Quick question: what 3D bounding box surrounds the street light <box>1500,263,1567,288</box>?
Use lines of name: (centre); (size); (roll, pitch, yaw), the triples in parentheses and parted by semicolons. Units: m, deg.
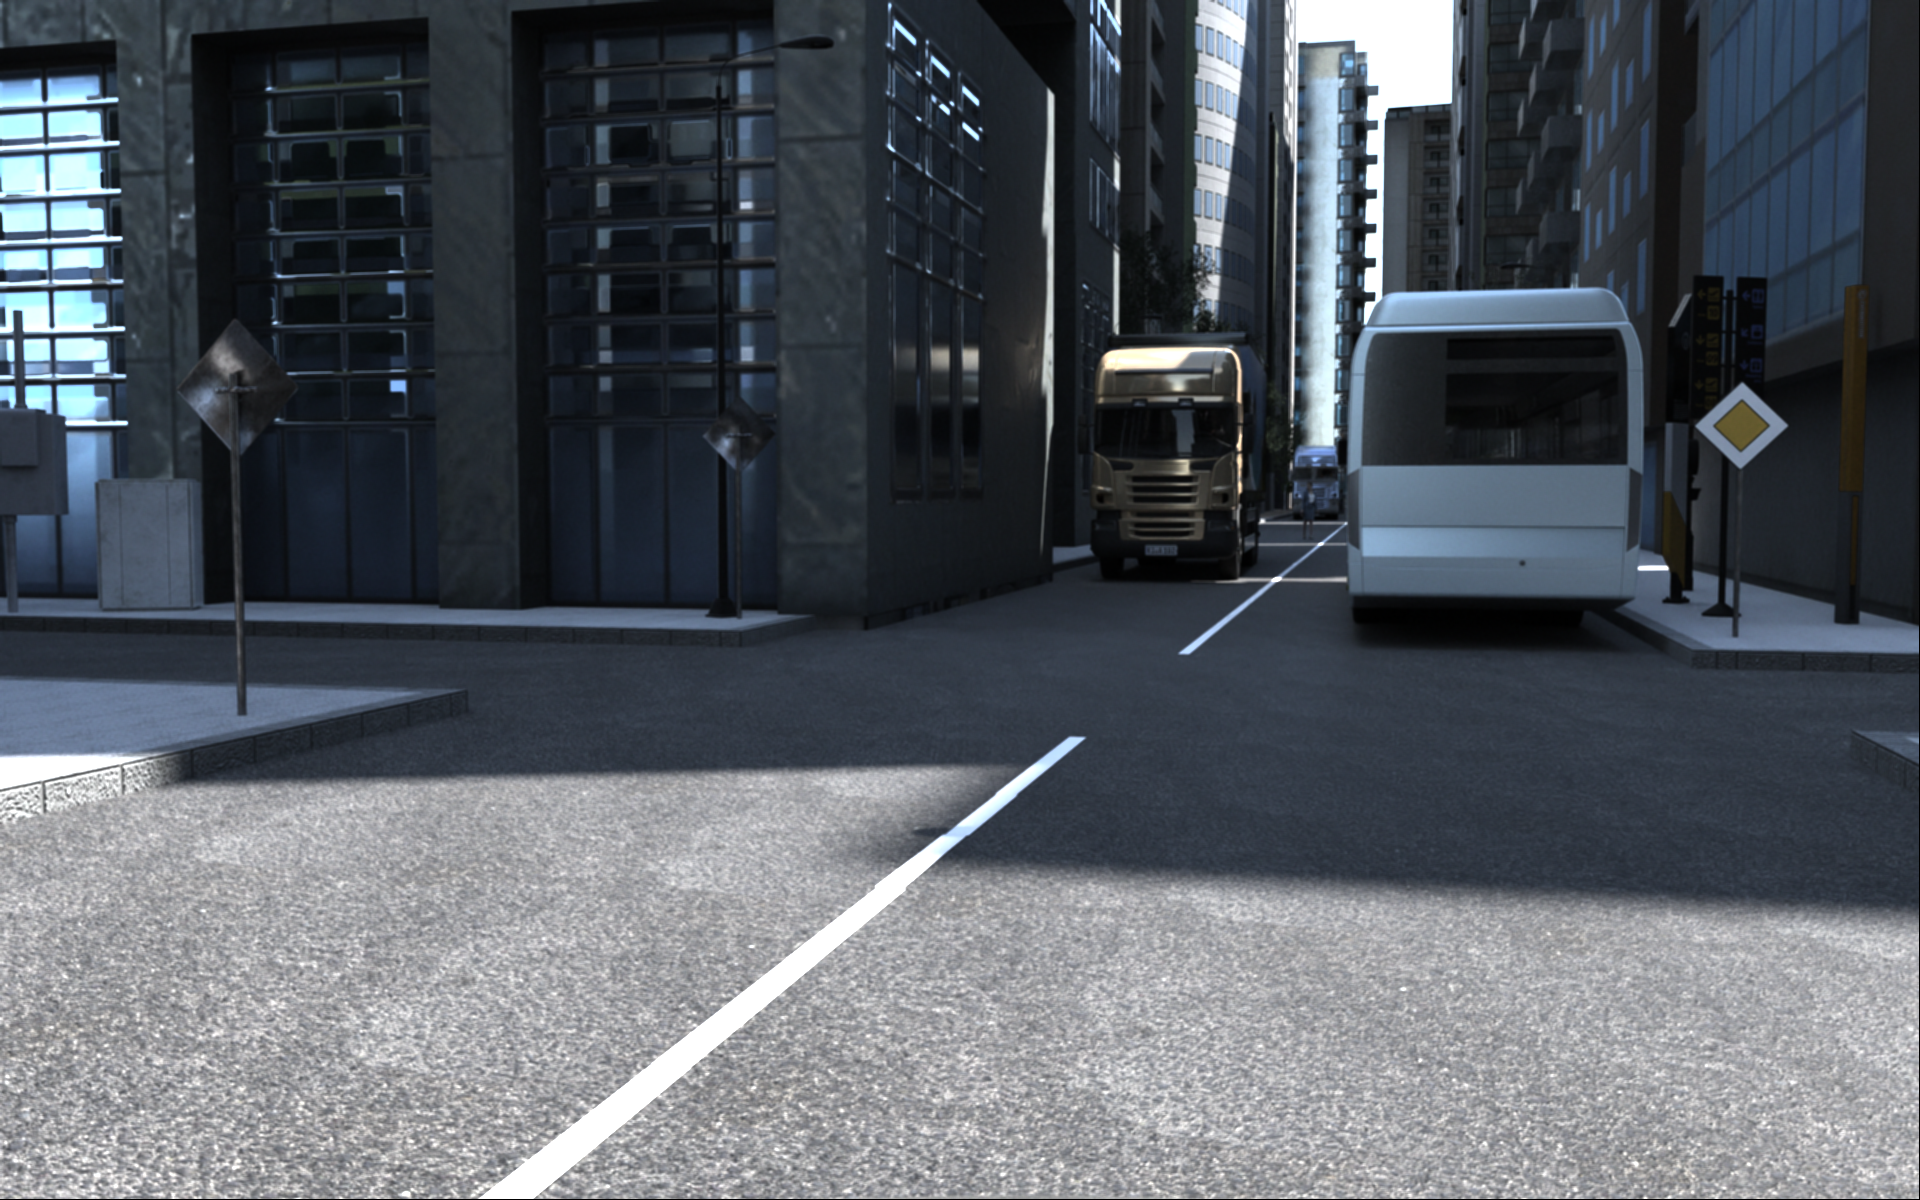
street light: (11.540, -3.809, 34.818); (1.470, 5.913, 1.316); (1, 4, 14)

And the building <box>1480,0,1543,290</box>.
building: (36.505, -19.926, 97.497); (14.160, 30.474, 14.107); (1, 4, 14)

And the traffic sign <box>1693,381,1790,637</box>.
traffic sign: (6.953, -0.724, 15.476); (0.795, 2.450, 0.064); (1, 4, 14)

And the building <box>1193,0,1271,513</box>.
building: (7.466, -34.509, 106.219); (21.231, 58.520, 28.212); (1, 4, 14)

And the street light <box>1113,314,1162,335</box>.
street light: (4.542, -4.435, 45.049); (1.470, 5.913, 1.316); (1, 4, 14)

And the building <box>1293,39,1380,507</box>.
building: (29.084, -34.632, 185.834); (30.456, 49.044, 23.786); (1, 4, 14)

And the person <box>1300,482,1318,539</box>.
person: (11.127, -2.855, 55.195); (0.581, 1.822, 0.654); (0, 4, 3)

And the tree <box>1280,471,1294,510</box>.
tree: (26.596, -8.936, 140.704); (1.663, 3.219, 1.824); (0, 3, 0)

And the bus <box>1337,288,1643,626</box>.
bus: (6.270, -1.666, 22.097); (2.948, 3.499, 13.247); (1, 4, 13)

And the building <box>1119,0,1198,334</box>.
building: (2.247, -23.807, 72.845); (14.154, 41.232, 14.086); (1, 4, 14)

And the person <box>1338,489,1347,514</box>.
person: (27.970, -7.253, 127.163); (0.705, 1.814, 1.350); (-3, 5, -43)

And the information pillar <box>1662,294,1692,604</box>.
information pillar: (8.387, -1.768, 20.256); (0.183, 3.616, 0.504); (3, 5, 44)

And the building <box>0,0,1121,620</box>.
building: (-8.137, -44.071, 33.232); (22.319, 86.520, 31.000); (1, 4, 14)

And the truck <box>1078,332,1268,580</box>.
truck: (4.283, -2.667, 32.511); (2.839, 4.237, 11.283); (1, 4, 12)

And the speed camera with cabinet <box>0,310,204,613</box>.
speed camera with cabinet: (-9.488, -1.510, 19.025); (2.038, 3.252, 0.660); (-1, 4, -13)

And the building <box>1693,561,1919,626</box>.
building: (17.243, -22.599, 19.605); (14.200, 45.320, 14.600); (1, 4, 14)

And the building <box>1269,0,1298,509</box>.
building: (19.389, -43.868, 155.493); (20.611, 71.187, 20.563); (1, 4, 14)

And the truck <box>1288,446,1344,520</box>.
truck: (21.071, -6.890, 102.410); (2.967, 4.110, 18.799); (1, 4, 12)

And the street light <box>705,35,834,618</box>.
street light: (-1.955, -2.769, 17.813); (1.470, 5.913, 1.316); (1, 4, 14)

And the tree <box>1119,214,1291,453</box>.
tree: (6.166, -7.591, 58.529); (7.601, 10.594, 8.767); (-1, 4, -9)

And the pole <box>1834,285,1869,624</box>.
pole: (8.777, -1.419, 17.043); (0.158, 3.312, 0.155); (0, 3, 0)

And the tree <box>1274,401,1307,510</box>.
tree: (25.549, -11.395, 136.678); (4.737, 8.622, 4.395); (0, 3, 0)

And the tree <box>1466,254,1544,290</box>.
tree: (17.123, -6.290, 53.196); (4.360, 8.622, 3.978); (0, 3, 0)

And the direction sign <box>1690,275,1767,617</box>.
direction sign: (8.015, -1.598, 18.127); (0.876, 3.537, 0.379); (-1, 4, -15)

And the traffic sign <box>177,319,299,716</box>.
traffic sign: (-4.162, -0.388, 9.985); (0.795, 2.450, 0.064); (1, 4, 14)

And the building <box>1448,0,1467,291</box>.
building: (54.796, -33.878, 143.139); (28.713, 52.752, 27.495); (1, 4, 14)

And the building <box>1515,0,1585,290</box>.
building: (34.322, -27.438, 68.214); (23.786, 49.044, 30.456); (1, 4, 14)

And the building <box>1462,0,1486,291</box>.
building: (44.993, -35.149, 116.691); (21.231, 58.520, 28.212); (1, 4, 14)

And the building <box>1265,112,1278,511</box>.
building: (15.673, -21.735, 127.076); (14.160, 30.474, 14.107); (1, 4, 14)

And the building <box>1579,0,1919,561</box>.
building: (22.703, -23.846, 39.998); (14.600, 45.320, 14.200); (1, 4, 14)

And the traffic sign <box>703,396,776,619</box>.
traffic sign: (-2.266, -0.862, 17.743); (0.795, 2.450, 0.064); (1, 4, 14)

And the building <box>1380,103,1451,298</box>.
building: (49.808, -30.099, 175.717); (14.086, 41.232, 14.154); (1, 4, 14)

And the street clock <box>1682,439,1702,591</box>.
street clock: (9.647, -1.127, 22.998); (0.358, 2.002, 0.471); (1, 4, 17)
